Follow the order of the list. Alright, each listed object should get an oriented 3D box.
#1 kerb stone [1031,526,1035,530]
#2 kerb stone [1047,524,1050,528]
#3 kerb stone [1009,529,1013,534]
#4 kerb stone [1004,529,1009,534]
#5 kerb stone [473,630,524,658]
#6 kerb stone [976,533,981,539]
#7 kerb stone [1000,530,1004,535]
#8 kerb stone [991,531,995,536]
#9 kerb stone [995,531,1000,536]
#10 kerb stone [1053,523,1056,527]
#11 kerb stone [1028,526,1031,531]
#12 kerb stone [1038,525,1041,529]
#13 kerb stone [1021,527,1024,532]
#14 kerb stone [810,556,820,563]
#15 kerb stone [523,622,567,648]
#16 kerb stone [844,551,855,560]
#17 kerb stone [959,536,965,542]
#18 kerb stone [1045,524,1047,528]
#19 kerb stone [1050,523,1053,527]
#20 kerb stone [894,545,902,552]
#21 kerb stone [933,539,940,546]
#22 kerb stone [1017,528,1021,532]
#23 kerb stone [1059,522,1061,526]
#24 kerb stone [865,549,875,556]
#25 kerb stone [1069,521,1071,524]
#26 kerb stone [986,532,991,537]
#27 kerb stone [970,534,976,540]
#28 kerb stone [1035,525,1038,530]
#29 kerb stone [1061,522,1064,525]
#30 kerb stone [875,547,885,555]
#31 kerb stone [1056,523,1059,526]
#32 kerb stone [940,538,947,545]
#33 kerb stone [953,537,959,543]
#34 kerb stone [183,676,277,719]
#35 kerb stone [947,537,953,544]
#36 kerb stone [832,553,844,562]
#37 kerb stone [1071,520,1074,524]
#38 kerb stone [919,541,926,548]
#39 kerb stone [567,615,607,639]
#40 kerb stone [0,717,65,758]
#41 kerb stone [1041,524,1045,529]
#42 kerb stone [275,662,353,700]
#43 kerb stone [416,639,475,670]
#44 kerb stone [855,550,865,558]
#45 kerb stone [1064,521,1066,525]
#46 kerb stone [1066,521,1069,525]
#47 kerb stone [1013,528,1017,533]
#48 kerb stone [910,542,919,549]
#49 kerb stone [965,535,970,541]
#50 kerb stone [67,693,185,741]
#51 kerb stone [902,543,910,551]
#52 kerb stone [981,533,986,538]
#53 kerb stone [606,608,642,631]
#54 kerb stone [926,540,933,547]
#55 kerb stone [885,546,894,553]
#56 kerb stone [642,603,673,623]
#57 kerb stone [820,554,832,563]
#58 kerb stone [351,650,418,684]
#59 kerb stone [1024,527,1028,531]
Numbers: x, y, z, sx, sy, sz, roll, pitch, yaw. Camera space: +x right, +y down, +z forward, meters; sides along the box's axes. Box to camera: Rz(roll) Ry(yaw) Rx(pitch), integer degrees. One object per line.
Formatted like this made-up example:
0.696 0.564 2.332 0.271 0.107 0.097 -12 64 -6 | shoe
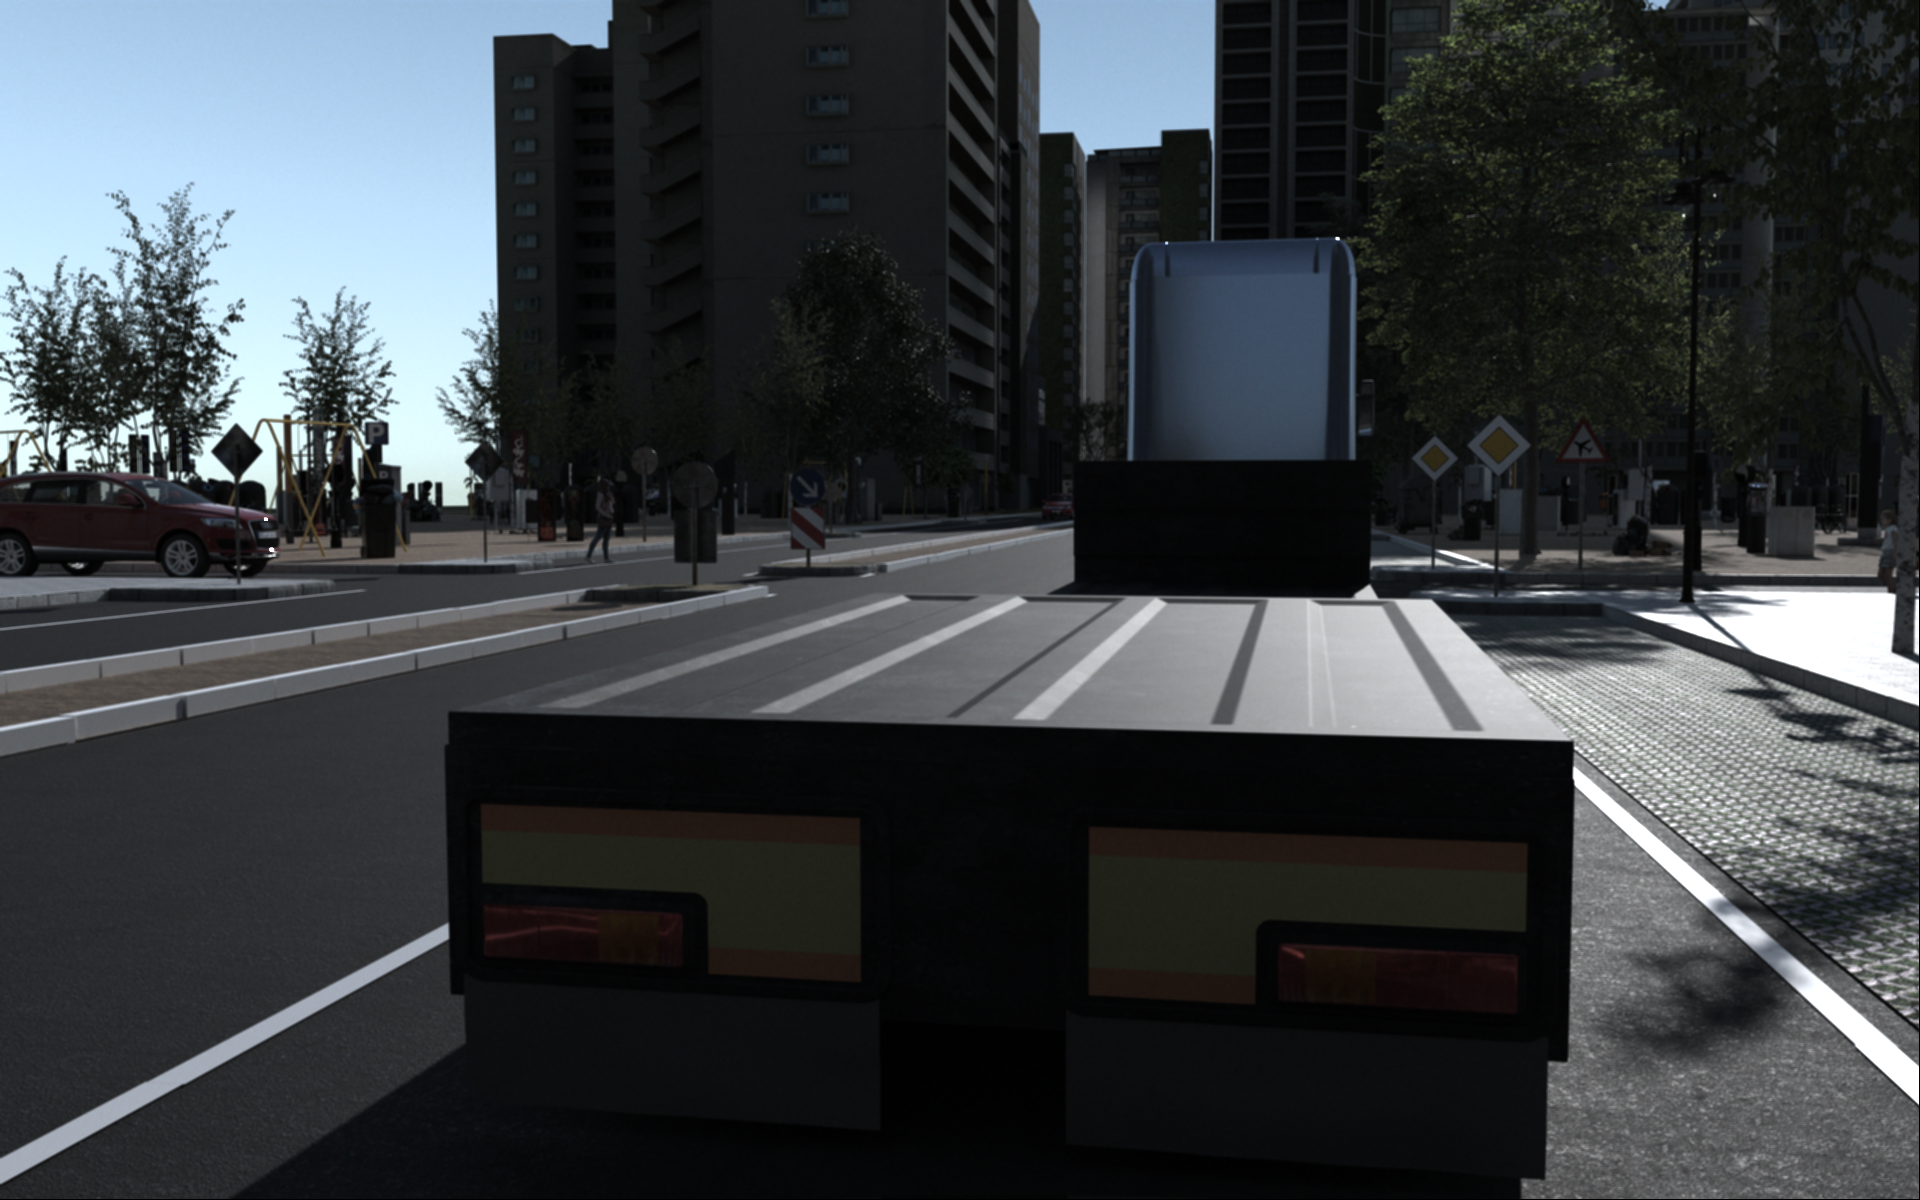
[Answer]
2.718 -2.797 68.007 0.120 0.150 1.000 1 4 10 | kerb stone
3.580 -3.103 73.046 0.120 0.150 1.000 1 4 10 | kerb stone
1.668 -2.431 61.944 0.120 0.150 1.000 1 4 10 | kerb stone
1.496 -2.369 60.936 0.120 0.150 1.000 1 4 10 | kerb stone
-4.208 0.408 15.577 0.120 0.150 1.000 1 4 10 | kerb stone
0.449 -1.998 54.880 0.120 0.150 1.000 1 4 10 | kerb stone
1.318 -2.305 59.929 0.120 0.150 1.000 1 4 10 | kerb stone
0.965 -2.184 57.912 0.120 0.150 1.000 1 4 10 | kerb stone
1.149 -2.246 58.917 0.120 0.150 1.000 1 4 10 | kerb stone
3.932 -3.234 75.073 0.120 0.150 1.000 1 4 10 | kerb stone
2.542 -2.740 66.994 0.120 0.150 1.000 1 4 10 | kerb stone
3.057 -2.924 70.023 0.120 0.150 1.000 1 4 10 | kerb stone
2.195 -2.616 64.970 0.120 0.150 1.000 1 4 10 | kerb stone
-3.044 -0.763 34.665 0.120 0.150 1.000 1 4 10 | kerb stone
-4.043 0.343 16.586 0.120 0.150 1.000 1 4 10 | kerb stone
-2.519 -0.941 37.694 0.120 0.150 1.000 1 4 10 | kerb stone
-0.080 -1.813 51.842 0.120 0.150 1.000 1 4 10 | kerb stone
3.409 -3.047 72.038 0.120 0.150 1.000 1 4 10 | kerb stone
3.761 -3.167 74.061 0.120 0.150 1.000 1 4 10 | kerb stone
-1.651 -1.255 42.742 0.120 0.150 1.000 1 4 10 | kerb stone
-0.766 -1.566 47.800 0.120 0.150 1.000 1 4 10 | kerb stone
2.016 -2.555 63.963 0.120 0.150 1.000 1 4 10 | kerb stone
4.286 -3.358 77.093 0.120 0.150 1.000 1 4 10 | kerb stone
-2.172 -1.072 39.716 0.120 0.150 1.000 1 4 10 | kerb stone
4.991 -3.606 81.149 0.120 0.150 1.000 1 4 10 | kerb stone
0.795 -2.123 56.904 0.120 0.150 1.000 1 4 10 | kerb stone
0.274 -1.937 53.869 0.120 0.150 1.000 1 4 10 | kerb stone
2.887 -2.864 69.015 0.120 0.150 1.000 1 4 10 | kerb stone
4.454 -3.412 78.107 0.120 0.150 1.000 1 4 10 | kerb stone
-1.988 -1.130 40.721 0.120 0.150 1.000 1 4 10 | kerb stone
4.109 -3.296 76.080 0.120 0.150 1.000 1 4 10 | kerb stone
-0.597 -1.628 48.808 0.120 0.150 1.000 1 4 10 | kerb stone
-0.252 -1.752 50.834 0.120 0.150 1.000 1 4 10 | kerb stone
-4.901 0.652 11.539 0.120 0.150 1.000 1 4 10 | kerb stone
-0.420 -1.689 49.823 0.120 0.150 1.000 1 4 10 | kerb stone
-2.688 -0.886 36.685 0.120 0.150 1.000 1 4 10 | kerb stone
5.153 -3.667 82.158 0.120 0.150 1.000 1 4 10 | kerb stone
-1.131 -1.438 45.783 0.120 0.150 1.000 1 4 10 | kerb stone
-3.855 0.281 17.599 0.120 0.150 1.000 1 4 10 | kerb stone
-5.250 0.781 9.515 0.120 0.150 1.000 1 4 10 | kerb stone
3.243 -2.987 71.028 0.120 0.150 1.000 1 4 10 | kerb stone
-4.731 0.590 12.550 0.120 0.150 1.000 1 4 10 | kerb stone
-4.380 0.466 14.569 0.120 0.150 1.000 1 4 10 | kerb stone
-2.345 -1.010 38.701 0.120 0.150 1.000 1 4 10 | kerb stone
4.635 -3.481 79.112 0.120 0.150 1.000 1 4 10 | kerb stone
4.814 -3.541 80.136 0.120 0.150 1.000 1 4 10 | kerb stone
1.841 -2.491 62.954 0.120 0.150 1.000 1 4 10 | kerb stone
-1.293 -1.381 44.771 0.120 0.150 1.000 1 4 10 | kerb stone
0.095 -1.872 52.863 0.120 0.150 1.000 1 4 10 | kerb stone
-5.089 0.713 10.534 0.120 0.150 1.000 1 4 10 | kerb stone
-1.473 -1.318 43.751 0.120 0.150 1.000 1 4 10 | kerb stone
0.621 -2.061 55.895 0.120 0.150 1.000 1 4 10 | kerb stone
-3.683 0.219 18.613 0.120 0.150 1.000 1 4 10 | kerb stone
-0.949 -1.504 46.789 0.120 0.150 1.000 1 4 10 | kerb stone
-1.824 -1.194 41.731 0.120 0.150 1.000 1 4 10 | kerb stone
-3.508 0.158 19.624 0.120 0.150 1.000 1 4 10 | kerb stone
-2.869 -0.824 35.672 0.120 0.150 1.000 1 4 10 | kerb stone
-4.560 0.532 13.557 0.120 0.150 1.000 1 4 10 | kerb stone
2.371 -2.673 65.977 0.120 0.150 1.000 1 4 10 | kerb stone
